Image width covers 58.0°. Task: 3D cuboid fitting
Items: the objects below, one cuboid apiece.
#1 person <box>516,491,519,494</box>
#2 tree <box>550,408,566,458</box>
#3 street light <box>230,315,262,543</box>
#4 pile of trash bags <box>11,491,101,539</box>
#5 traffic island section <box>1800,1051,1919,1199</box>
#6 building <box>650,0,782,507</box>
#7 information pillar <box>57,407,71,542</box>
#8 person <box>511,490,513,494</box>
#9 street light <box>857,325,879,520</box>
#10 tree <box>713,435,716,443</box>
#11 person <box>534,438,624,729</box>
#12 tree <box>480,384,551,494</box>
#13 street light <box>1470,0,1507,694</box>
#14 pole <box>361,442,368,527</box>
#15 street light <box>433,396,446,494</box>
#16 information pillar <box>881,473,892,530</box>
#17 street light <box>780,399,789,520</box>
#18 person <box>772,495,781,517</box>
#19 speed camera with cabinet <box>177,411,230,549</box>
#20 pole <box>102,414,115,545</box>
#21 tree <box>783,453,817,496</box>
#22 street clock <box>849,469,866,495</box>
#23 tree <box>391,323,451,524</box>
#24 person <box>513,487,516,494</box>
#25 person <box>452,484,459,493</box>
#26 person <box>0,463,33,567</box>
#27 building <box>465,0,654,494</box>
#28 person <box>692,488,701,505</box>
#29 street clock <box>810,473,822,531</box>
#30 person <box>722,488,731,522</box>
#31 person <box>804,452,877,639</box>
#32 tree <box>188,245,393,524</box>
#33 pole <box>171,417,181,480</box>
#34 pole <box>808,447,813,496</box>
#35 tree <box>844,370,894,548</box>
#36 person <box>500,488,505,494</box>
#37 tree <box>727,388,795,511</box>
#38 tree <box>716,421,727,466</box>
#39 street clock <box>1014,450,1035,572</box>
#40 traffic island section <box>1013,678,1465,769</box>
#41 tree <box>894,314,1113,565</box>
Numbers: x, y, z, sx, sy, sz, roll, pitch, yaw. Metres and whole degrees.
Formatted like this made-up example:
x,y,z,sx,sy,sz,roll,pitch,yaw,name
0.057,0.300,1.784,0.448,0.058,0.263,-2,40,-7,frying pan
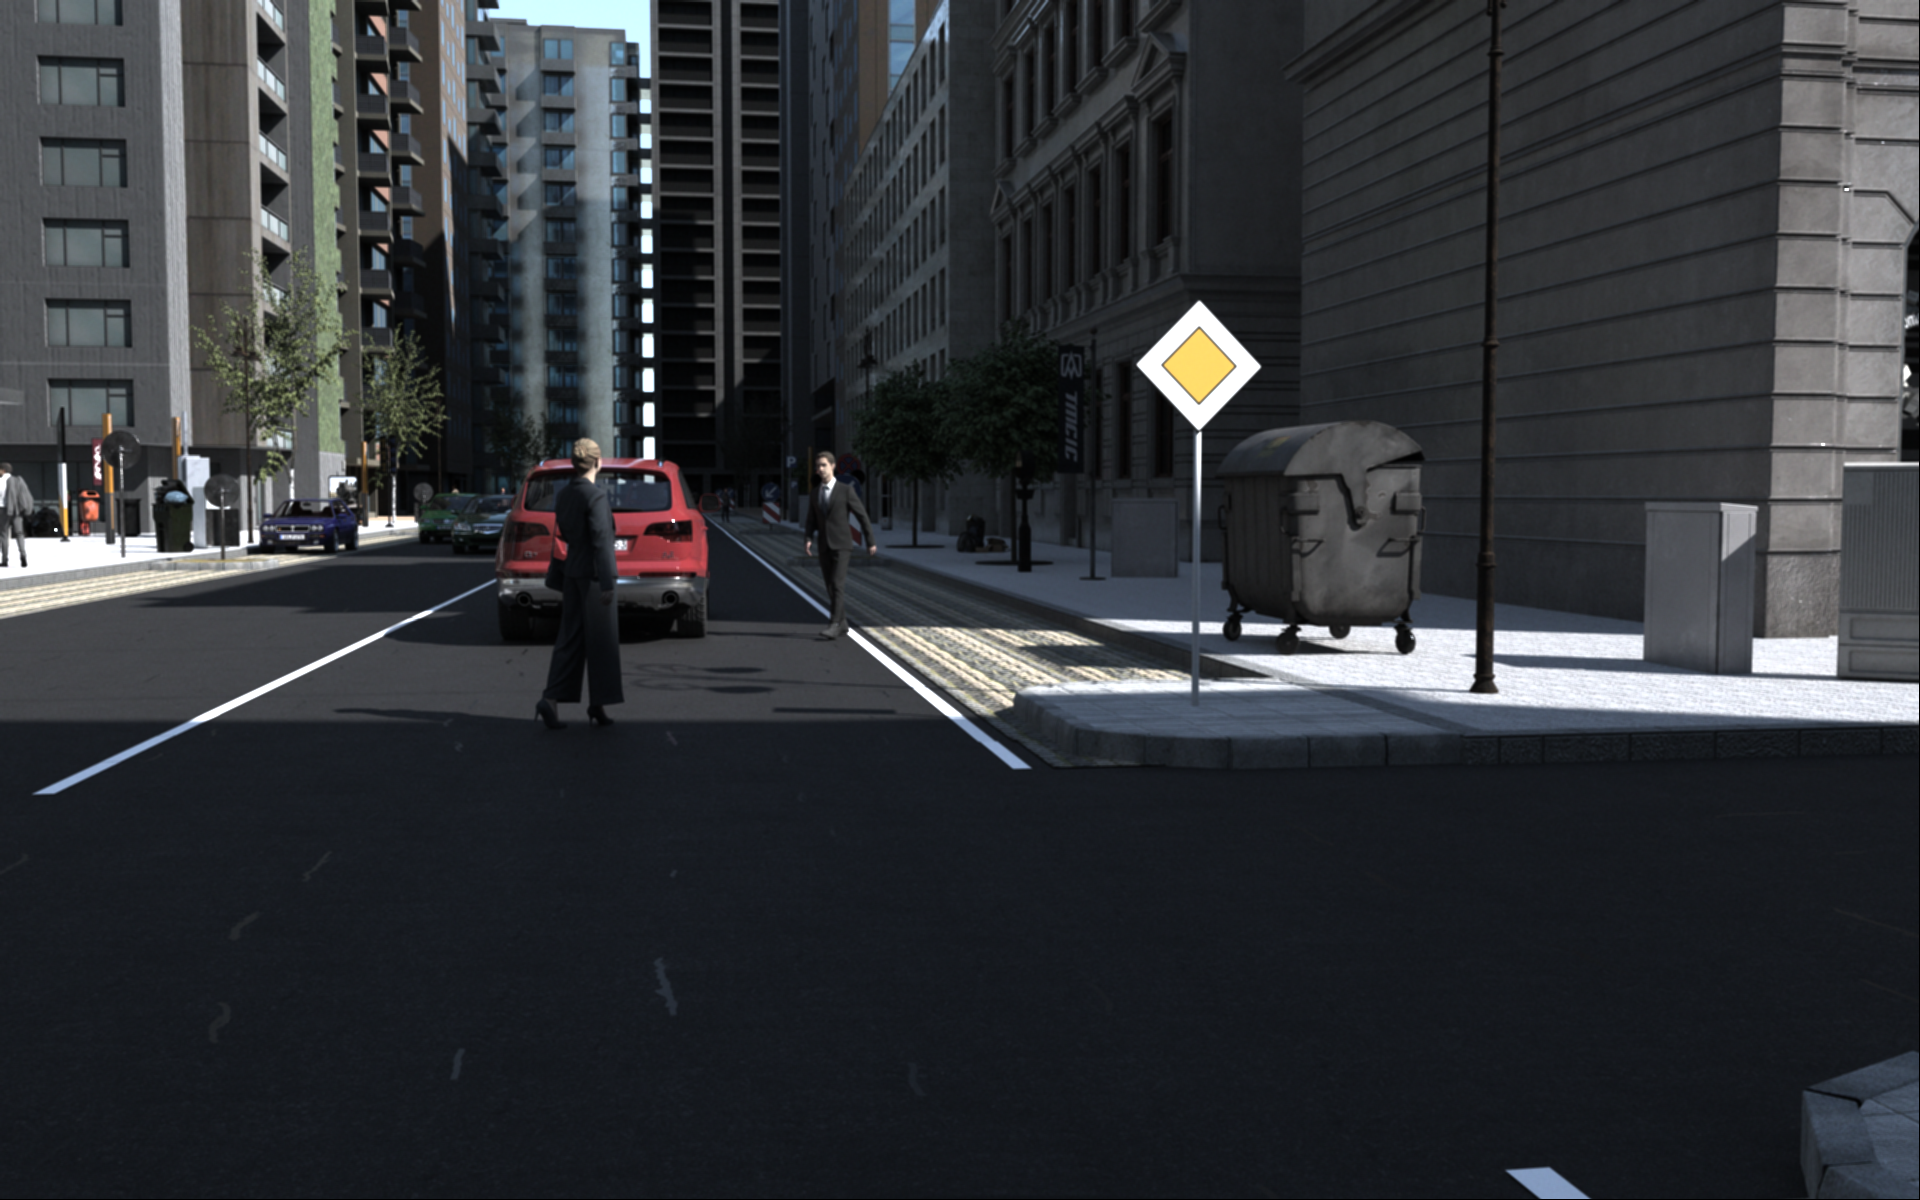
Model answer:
x,y,z,sx,sy,sz,roll,pitch,yaw,name
-13.845,-2.833,54.834,0.660,1.820,0.620,0,4,-5,person
-35.541,-12.105,148.277,4.737,8.622,4.395,0,3,0,tree
-18.493,-4.416,44.984,0.468,5.910,1.993,-1,4,-9,street light
-27.049,-2.522,50.992,1.912,1.369,3.447,3,4,37,pile of trash bags
2.753,1.203,2.607,2.009,0.180,2.903,-1,4,-9,traffic island section
-21.404,-45.327,179.342,20.611,71.187,20.563,-1,4,-9,building
-24.166,-3.381,46.626,0.183,3.616,0.504,-3,5,-41,information pillar
-41.922,-9.402,162.235,1.348,1.823,0.705,0,4,7,person
-2.541,-4.579,47.660,0.468,5.910,1.993,-1,4,-9,street light
-17.865,-11.718,141.945,4.360,8.622,3.978,0,3,0,tree
-2.304,-0.104,10.616,0.576,1.772,0.534,1,4,21,person
-30.030,-10.102,115.535,4.737,8.622,4.395,0,3,0,tree
3.392,-2.339,11.032,0.468,5.910,1.993,-1,4,-9,street light
-23.198,-4.504,67.482,0.158,3.312,0.155,0,3,0,pole
-24.534,-6.655,81.594,0.468,5.910,1.993,-1,4,-9,street light
-2.602,-3.491,61.577,0.304,2.012,0.304,2,4,23,information pillar
-8.561,-6.834,84.525,0.468,5.910,1.993,-1,4,-9,street light
-10.082,-5.427,95.229,0.568,1.767,0.683,2,4,27,person
-17.935,-2.858,41.062,0.660,3.252,2.038,-3,5,-40,speed camera with cabinet
-21.639,-3.069,44.025,0.158,3.312,0.155,0,3,0,pole
-7.523,-5.273,80.807,1.663,3.219,1.824,0,3,0,tree
-3.033,-2.835,50.921,0.471,2.002,0.358,-1,4,-21,street clock
-24.601,-7.652,75.469,4.737,8.622,4.395,0,3,0,tree
-35.853,-8.147,139.216,0.705,1.831,1.348,0,4,-3,person
-28.308,-5.562,96.994,0.705,1.823,1.348,1,4,17,person
-16.626,-1.483,30.393,0.850,1.850,0.679,3,5,42,person
-46.791,-34.095,177.065,30.456,49.044,23.786,-1,4,-9,building
-18.198,-6.746,118.811,0.705,1.823,1.348,3,5,43,person
-5.008,-3.446,60.915,0.471,2.002,0.358,-2,4,-24,street clock
-11.745,-4.802,87.549,0.617,1.759,0.750,-3,4,-38,person
-1.276,-0.545,17.186,0.659,1.850,0.755,2,4,27,person
-19.783,-6.119,50.416,4.737,8.622,4.395,0,3,0,tree
-20.849,-3.198,46.131,0.158,3.312,0.155,0,3,0,pole
-6.413,-4.926,74.377,0.158,3.312,0.155,0,3,0,pole
-1.052,-3.537,41.550,4.285,4.588,4.351,0,3,0,tree
-25.105,-5.280,95.386,0.434,1.755,0.990,2,4,29,person
-13.364,-10.324,119.167,4.360,8.622,3.978,0,3,0,tree
-16.126,-11.099,131.835,4.360,8.622,3.978,0,3,0,tree
1.067,-1.465,28.528,0.358,2.002,0.471,-1,4,-13,street clock
1.469,0.721,10.488,2.009,0.180,2.903,-1,4,-9,traffic island section
1.080,-2.938,31.758,4.285,4.588,4.351,0,3,0,tree
